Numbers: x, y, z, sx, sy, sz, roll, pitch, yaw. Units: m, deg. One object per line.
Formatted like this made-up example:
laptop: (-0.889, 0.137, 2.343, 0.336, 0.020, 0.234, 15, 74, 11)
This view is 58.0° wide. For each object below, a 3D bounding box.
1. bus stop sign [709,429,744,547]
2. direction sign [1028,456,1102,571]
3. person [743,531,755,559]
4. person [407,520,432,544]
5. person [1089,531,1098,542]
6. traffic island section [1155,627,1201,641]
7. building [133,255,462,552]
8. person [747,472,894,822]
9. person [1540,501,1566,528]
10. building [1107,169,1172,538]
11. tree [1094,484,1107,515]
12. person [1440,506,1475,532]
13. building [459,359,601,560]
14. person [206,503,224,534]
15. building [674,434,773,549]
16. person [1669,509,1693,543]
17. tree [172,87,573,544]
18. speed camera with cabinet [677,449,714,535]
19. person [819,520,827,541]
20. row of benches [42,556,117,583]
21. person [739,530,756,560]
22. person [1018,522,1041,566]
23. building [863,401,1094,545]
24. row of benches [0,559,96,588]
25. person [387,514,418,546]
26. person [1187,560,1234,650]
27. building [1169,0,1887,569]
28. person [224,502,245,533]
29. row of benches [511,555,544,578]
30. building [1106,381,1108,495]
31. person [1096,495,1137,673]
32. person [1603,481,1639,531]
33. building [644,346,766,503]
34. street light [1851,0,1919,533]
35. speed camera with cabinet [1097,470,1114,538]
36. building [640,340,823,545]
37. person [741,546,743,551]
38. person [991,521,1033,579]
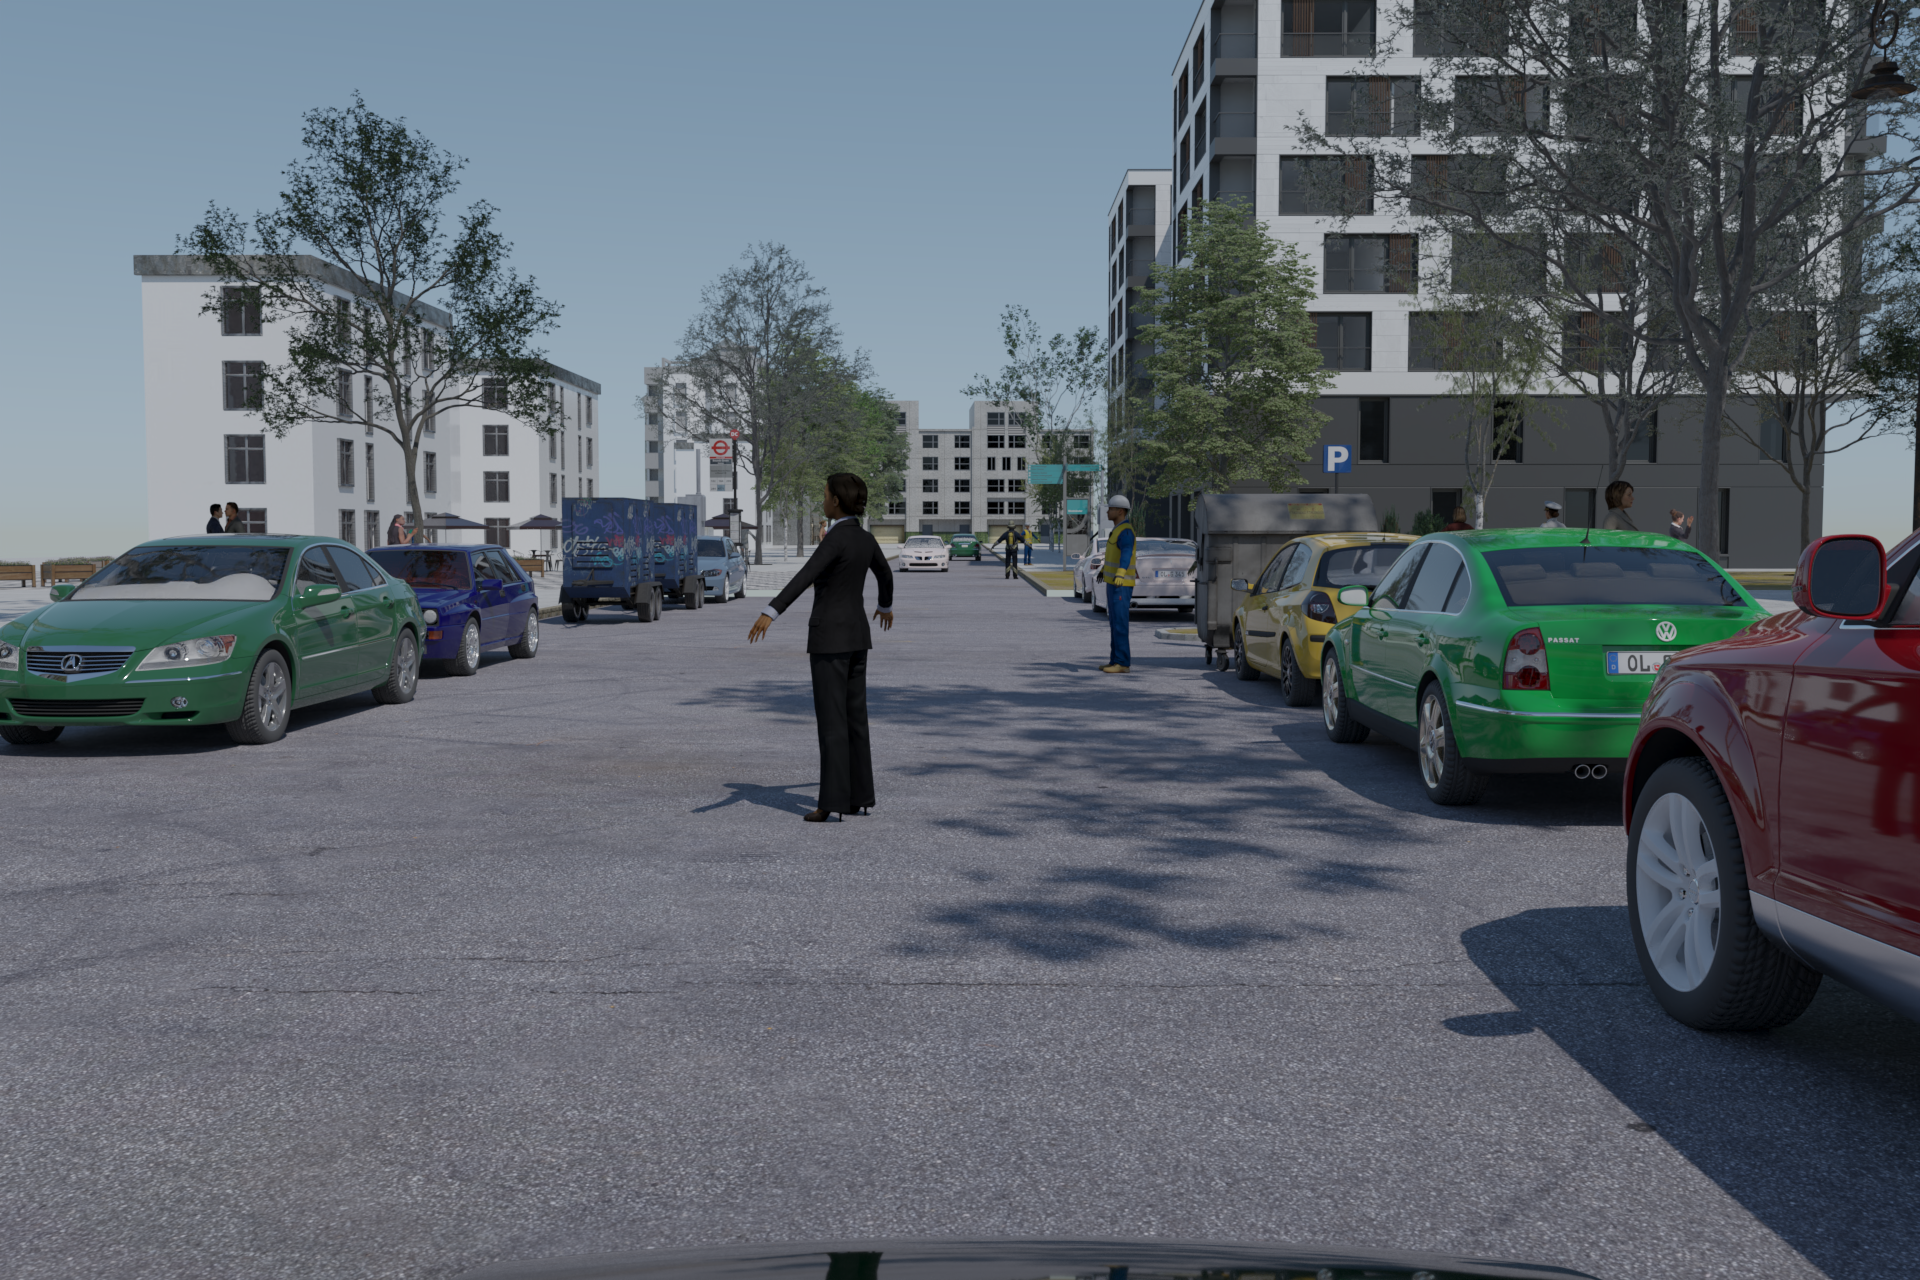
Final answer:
bus stop sign: (-5.954, -3.394, 44.190, 0.855, 3.939, 0.416, 0, 4, 2)
direction sign: (3.586, -4.284, 58.802, 2.525, 3.948, 1.411, 0, 4, 0)
person: (-9.756, -4.420, 78.209, 1.347, 1.837, 0.705, 1, 4, 20)
person: (-18.355, -3.211, 58.623, 0.704, 1.817, 1.347, 1, 4, 19)
person: (6.207, -4.178, 74.531, 1.346, 1.802, 0.704, 0, 4, 7)
traffic island section: (3.736, -0.073, 24.055, 1.991, 0.108, 1.994, 0, 4, 1)
building: (-23.885, -7.591, 66.255, 9.099, 9.664, 28.070, 0, 4, 0)
person: (-0.661, 0.028, 8.728, 0.721, 1.740, 1.216, 2, 4, 29)
person: (8.773, -1.189, 25.896, 1.216, 1.778, 0.721, -1, 4, -21)
building: (23.414, -16.483, 113.465, 27.936, 21.610, 32.646, 0, 4, 0)
tree: (20.393, -17.501, 236.510, 4.360, 8.622, 3.978, 0, 3, 0)
person: (8.042, -1.298, 28.025, 1.215, 1.729, 0.721, 0, 4, 5)
building: (-24.593, -9.464, 96.885, 9.099, 9.664, 28.070, 0, 3, 0)
person: (-13.112, -1.503, 30.630, 0.704, 1.823, 1.345, -2, 4, -29)
building: (-21.601, -13.245, 158.704, 9.099, 9.664, 28.070, 0, 4, 0)
person: (12.855, -1.463, 30.769, 0.445, 1.727, 0.742, -1, 4, -17)
tree: (-11.714, -6.254, 36.667, 7.601, 10.594, 8.767, 1, 4, 21)
speed camera with cabinet: (-6.264, -2.854, 40.999, 0.660, 3.252, 2.038, 0, 4, 0)
person: (-4.303, -2.999, 55.831, 0.721, 1.733, 1.217, 1, 4, 10)
row of benches: (-24.012, -1.965, 47.593, 1.422, 0.672, 4.104, 0, 4, -5)
person: (-9.350, -4.213, 75.066, 1.347, 1.806, 0.705, 1, 4, 9)
person: (2.810, -3.914, 70.458, 1.216, 1.772, 0.721, -3, 5, -41)
building: (1.591, -22.463, 236.185, 31.486, 18.905, 16.747, 0, 4, -2)
row of benches: (-22.668, -1.583, 41.349, 1.422, 0.672, 4.104, 3, 4, 39)
person: (-10.146, -1.471, 31.568, 0.593, 1.643, 0.415, 0, 4, -5)
person: (3.304, -0.794, 21.585, 0.704, 1.812, 1.346, -2, 4, -27)
building: (23.360, -14.403, 79.467, 27.936, 21.610, 32.646, 0, 4, 1)
person: (-12.081, -1.386, 28.726, 0.705, 1.821, 1.348, -3, 5, -41)
row of benches: (-13.772, -2.093, 49.682, 1.422, 0.672, 4.104, 3, 4, 38)
building: (24.026, -20.423, 164.843, 19.493, 23.208, 18.063, 0, 4, 1)
person: (1.617, -0.583, 17.965, 0.705, 1.833, 1.349, 0, 4, -3)
person: (5.740, -0.496, 14.867, 0.721, 1.744, 1.215, 2, 4, 34)
building: (-25.712, -19.487, 175.026, 16.016, 20.090, 11.380, 0, 4, 1)
street light: (7.386, -2.475, 13.246, 0.468, 5.910, 1.993, 0, 4, 0)
speed camera with cabinet: (4.618, -3.601, 53.206, 0.660, 3.252, 2.038, 0, 4, -1)
building: (-26.029, -22.746, 202.829, 19.493, 23.208, 18.063, 0, 4, 0)
person: (-6.727, -2.540, 50.802, 0.599, 1.433, 0.991, 3, 5, 43)
person: (1.639, -2.862, 55.036, 1.354, 1.856, 0.705, 0, 4, 8)
